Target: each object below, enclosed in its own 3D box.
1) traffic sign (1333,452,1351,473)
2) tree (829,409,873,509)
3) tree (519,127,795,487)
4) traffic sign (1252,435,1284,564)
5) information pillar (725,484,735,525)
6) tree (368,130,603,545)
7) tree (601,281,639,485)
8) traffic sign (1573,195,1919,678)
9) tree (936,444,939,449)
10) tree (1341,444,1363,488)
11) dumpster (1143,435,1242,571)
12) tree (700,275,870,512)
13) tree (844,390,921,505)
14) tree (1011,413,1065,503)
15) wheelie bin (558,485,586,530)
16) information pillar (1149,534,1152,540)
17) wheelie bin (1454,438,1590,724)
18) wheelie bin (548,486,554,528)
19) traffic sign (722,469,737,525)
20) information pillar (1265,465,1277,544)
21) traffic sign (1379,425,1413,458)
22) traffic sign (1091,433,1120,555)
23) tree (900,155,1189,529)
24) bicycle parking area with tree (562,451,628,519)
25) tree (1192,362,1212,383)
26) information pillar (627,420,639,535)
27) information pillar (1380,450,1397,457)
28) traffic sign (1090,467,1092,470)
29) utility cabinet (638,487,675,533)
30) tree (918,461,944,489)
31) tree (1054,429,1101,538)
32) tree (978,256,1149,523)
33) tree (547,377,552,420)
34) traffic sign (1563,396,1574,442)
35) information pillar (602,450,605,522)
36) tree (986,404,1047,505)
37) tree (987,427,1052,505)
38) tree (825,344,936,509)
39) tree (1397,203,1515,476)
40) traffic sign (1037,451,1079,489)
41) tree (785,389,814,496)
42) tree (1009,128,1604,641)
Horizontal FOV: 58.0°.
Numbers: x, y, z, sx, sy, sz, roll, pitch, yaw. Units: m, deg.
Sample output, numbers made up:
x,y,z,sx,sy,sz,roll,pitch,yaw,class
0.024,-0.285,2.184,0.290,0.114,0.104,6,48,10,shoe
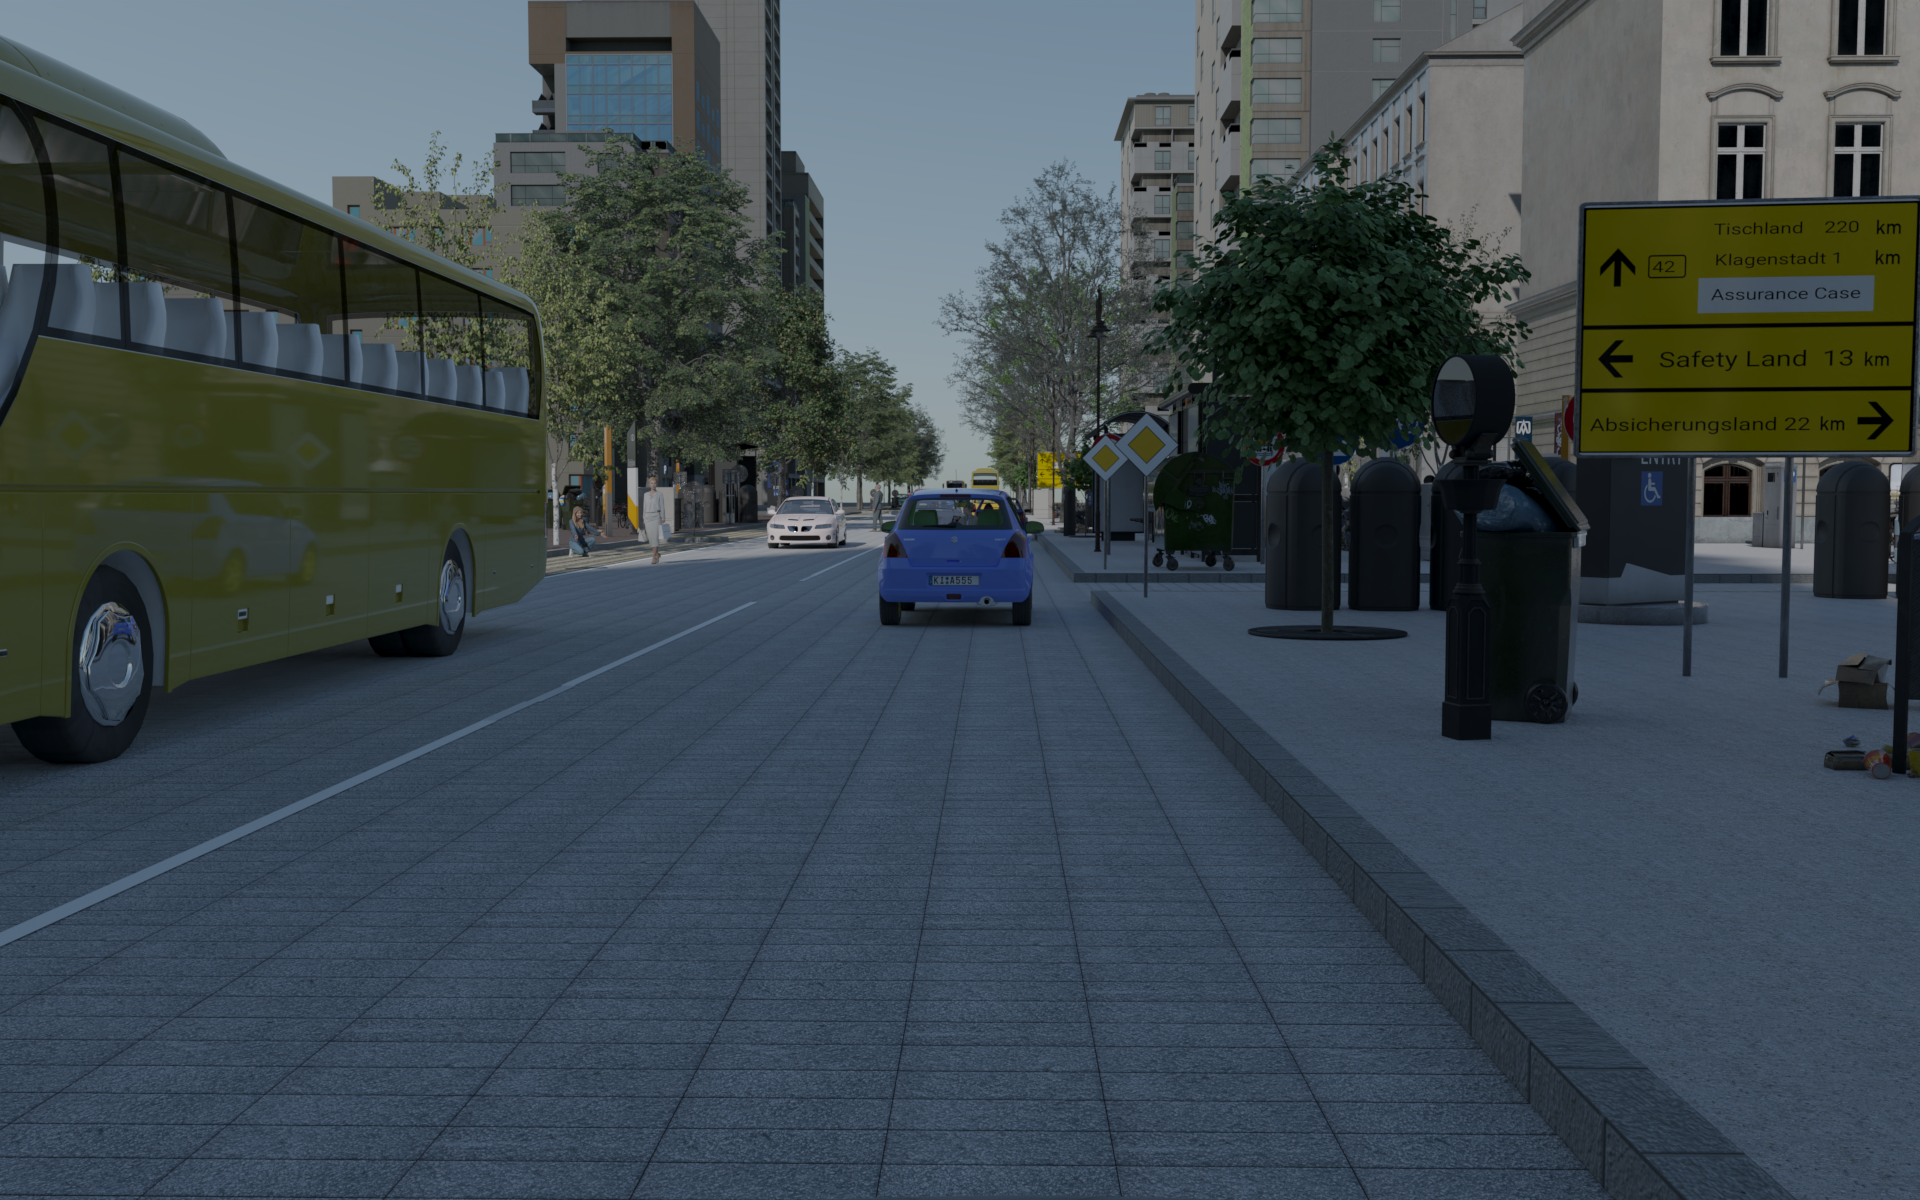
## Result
x,y,z,sx,sy,sz,roll,pitch,yaw,class
6.656,-1.880,30.852,0.768,2.556,0.104,0,4,7,traffic sign
-8.925,-11.202,133.509,4.360,8.622,3.978,0,3,0,tree
-10.837,-9.472,61.525,9.857,13.997,8.962,0,3,0,tree
5.525,-1.922,31.535,0.768,2.556,0.104,0,4,3,traffic sign
-9.701,-4.193,73.051,0.304,2.012,0.304,1,4,12,information pillar
-10.598,-5.252,36.227,4.737,8.622,4.395,0,3,0,tree
-10.129,-5.686,43.334,4.737,8.622,4.395,0,3,0,tree
5.441,-1.112,12.053,2.265,3.308,0.079,0,4,8,traffic sign
-7.196,-20.707,245.211,9.857,13.997,8.962,0,3,0,tree
14.174,-6.849,62.344,4.737,8.622,4.395,0,3,0,tree
3.963,-1.657,29.589,1.502,2.255,1.985,0,4,1,dumpster
-9.252,-10.629,90.791,9.611,12.733,9.660,0,3,0,tree
-8.441,-17.033,196.613,7.486,12.596,7.792,0,3,0,tree
6.527,-11.781,142.981,4.737,8.622,4.395,0,3,0,tree
-13.830,-3.310,62.021,0.980,1.594,0.693,-3,5,-41,wheelie bin
5.480,-2.677,48.254,0.304,2.012,0.304,-3,5,-45,information pillar
3.212,-0.124,9.929,0.693,1.594,0.980,2,4,25,wheelie bin
-15.219,-3.482,64.833,0.693,1.594,0.980,-1,4,-23,wheelie bin
-9.482,-4.231,71.313,0.606,2.300,0.079,0,4,4,traffic sign
7.464,-3.064,41.449,0.504,3.616,0.183,2,4,26,information pillar
5.058,-1.237,20.332,0.768,2.556,0.104,0,4,7,traffic sign
3.138,-2.226,36.495,0.768,2.556,0.104,1,4,11,traffic sign
4.062,-9.389,63.882,12.009,13.543,11.850,0,3,0,tree
-22.684,-6.836,98.765,9.016,4.147,8.231,3,5,43,bicycle parking area with tree
12.097,-7.627,75.064,4.737,8.622,4.395,0,3,0,tree
-10.386,-3.893,55.005,0.183,3.616,0.504,-3,5,-43,information pillar
5.506,-1.888,22.229,0.183,3.616,0.504,0,4,-2,information pillar
3.948,-2.921,47.858,0.768,2.556,0.104,1,4,8,traffic sign
-9.825,-2.891,55.946,1.173,1.500,0.318,0,4,-4,utility cabinet
-6.237,-20.210,264.846,8.767,10.594,7.601,-2,4,-34,tree
3.714,-3.472,51.364,1.663,3.219,1.824,0,3,0,tree
4.567,-9.244,76.895,9.928,11.665,9.643,0,3,0,tree
-19.232,-7.565,74.044,4.360,8.622,3.978,0,3,0,tree
7.537,-1.251,20.566,0.768,2.556,0.104,1,4,9,traffic sign
-16.276,-5.370,79.152,0.183,3.616,0.504,-1,4,-15,information pillar
6.347,-16.729,191.645,7.486,12.596,7.792,0,3,0,tree
7.797,-17.750,207.222,9.611,12.733,9.660,0,3,0,tree
-8.472,-14.756,147.913,9.857,13.997,8.962,0,3,0,tree
12.297,-5.761,44.562,4.360,8.622,3.978,0,3,0,tree
4.786,-5.432,82.685,2.265,3.308,0.079,0,4,6,traffic sign
-9.902,-9.978,113.499,4.737,8.622,4.395,0,3,0,tree
3.315,-1.961,15.784,4.285,4.588,4.351,0,3,0,tree
